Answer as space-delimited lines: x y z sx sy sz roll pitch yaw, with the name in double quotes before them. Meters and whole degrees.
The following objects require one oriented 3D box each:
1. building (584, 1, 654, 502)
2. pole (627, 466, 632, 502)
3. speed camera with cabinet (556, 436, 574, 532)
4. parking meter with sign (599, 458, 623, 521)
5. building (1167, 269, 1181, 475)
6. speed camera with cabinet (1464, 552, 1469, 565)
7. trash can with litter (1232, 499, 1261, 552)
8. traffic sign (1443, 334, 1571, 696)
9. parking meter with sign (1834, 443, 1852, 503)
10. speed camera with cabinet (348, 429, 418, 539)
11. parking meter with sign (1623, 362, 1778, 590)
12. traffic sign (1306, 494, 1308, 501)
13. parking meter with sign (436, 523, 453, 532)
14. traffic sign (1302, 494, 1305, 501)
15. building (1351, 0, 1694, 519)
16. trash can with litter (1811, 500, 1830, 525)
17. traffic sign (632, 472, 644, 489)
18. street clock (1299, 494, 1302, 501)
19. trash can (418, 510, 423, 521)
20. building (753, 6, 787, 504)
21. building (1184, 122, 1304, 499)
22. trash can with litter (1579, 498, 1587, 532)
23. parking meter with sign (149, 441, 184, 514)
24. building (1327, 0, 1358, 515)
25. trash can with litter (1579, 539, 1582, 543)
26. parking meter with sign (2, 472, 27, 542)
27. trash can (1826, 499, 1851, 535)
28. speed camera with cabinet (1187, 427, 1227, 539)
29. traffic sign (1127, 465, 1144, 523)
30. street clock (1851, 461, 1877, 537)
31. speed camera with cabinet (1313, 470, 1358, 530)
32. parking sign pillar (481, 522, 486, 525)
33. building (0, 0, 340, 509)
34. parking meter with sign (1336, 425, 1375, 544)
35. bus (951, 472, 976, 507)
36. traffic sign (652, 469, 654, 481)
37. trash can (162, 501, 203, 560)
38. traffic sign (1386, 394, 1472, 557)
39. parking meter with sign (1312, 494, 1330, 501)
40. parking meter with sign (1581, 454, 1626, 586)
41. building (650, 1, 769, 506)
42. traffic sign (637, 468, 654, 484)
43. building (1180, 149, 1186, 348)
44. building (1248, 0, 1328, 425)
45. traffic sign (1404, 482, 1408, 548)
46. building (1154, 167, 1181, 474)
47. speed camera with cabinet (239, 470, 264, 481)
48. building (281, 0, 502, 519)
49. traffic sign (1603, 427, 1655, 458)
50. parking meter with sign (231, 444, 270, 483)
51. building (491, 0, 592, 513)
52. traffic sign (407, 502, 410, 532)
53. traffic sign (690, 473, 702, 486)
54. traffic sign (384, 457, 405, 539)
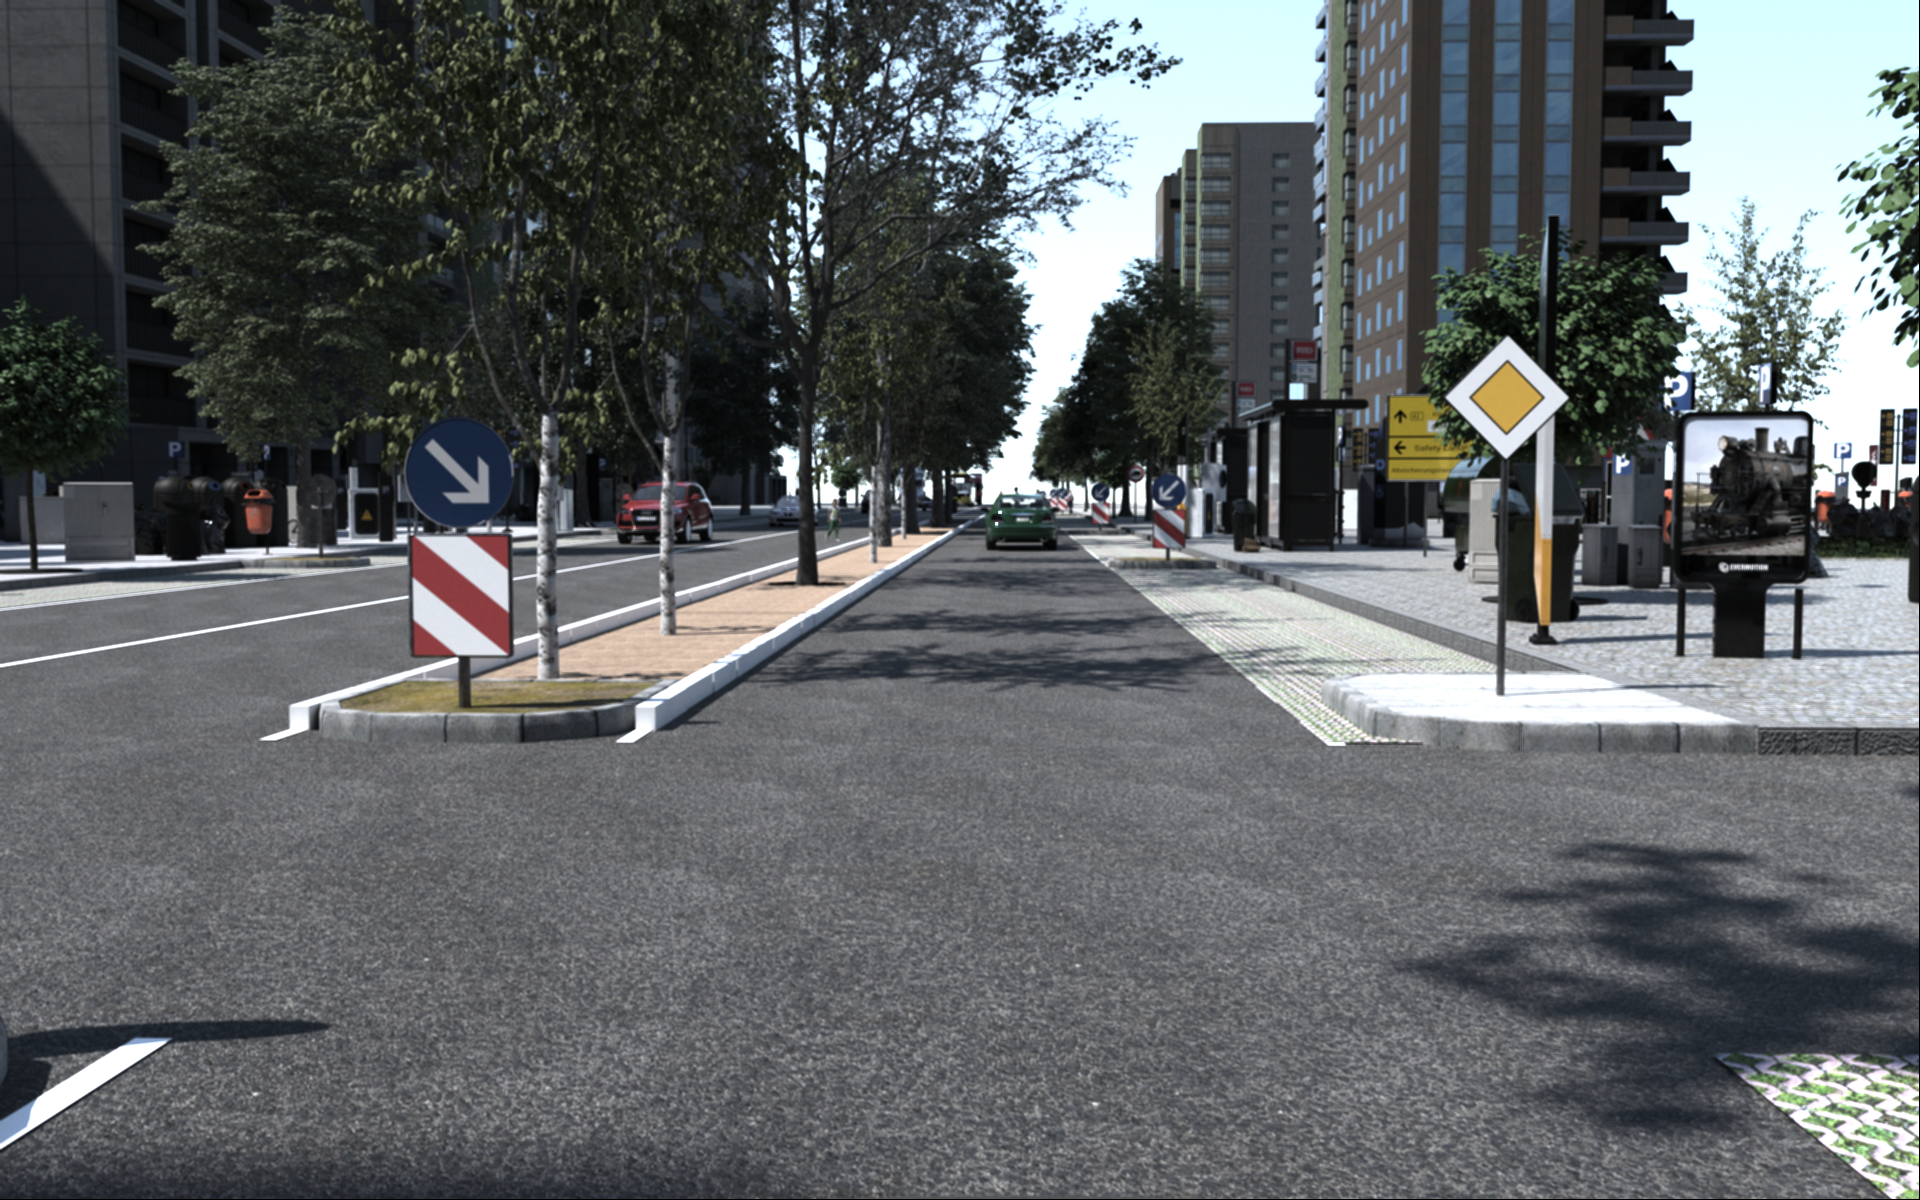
"building" -32.992 -29.892 138.849 14.600 45.320 14.200 0 4 2
"pole" -14.602 -5.059 76.565 0.158 3.312 0.155 0 3 0
"speed camera with cabinet" -13.764 -3.977 59.353 0.660 3.252 2.038 0 4 0
"parking meter with sign" -16.741 -5.221 81.624 0.543 3.016 1.738 3 5 44
"building" 33.307 -27.550 222.151 14.160 30.474 14.107 0 4 2
"speed camera with cabinet" 9.805 -2.291 31.788 0.660 3.252 2.038 2 4 30
"trash can with litter" 6.427 -1.654 38.424 0.624 1.170 1.055 -1 4 -9
"traffic sign" 3.439 -0.448 10.966 0.795 2.450 0.064 0 4 2
"parking meter with sign" 29.475 -3.773 57.944 0.543 3.016 1.738 2 4 28
"speed camera with cabinet" -16.625 -3.413 50.143 2.038 3.252 0.660 -2 4 -23
"parking meter with sign" 9.967 -1.655 23.318 1.738 3.016 0.543 1 4 9
"traffic sign" 9.559 -2.790 47.751 0.606 2.300 0.079 1 4 10
"parking meter with sign" -17.769 -3.868 59.507 0.543 3.016 1.738 0 4 -3
"traffic sign" 9.687 -2.982 48.864 0.768 2.556 0.104 0 4 2
"building" 29.797 -27.138 93.819 14.600 45.320 14.200 0 4 2
"trash can with litter" 34.028 -3.415 66.900 1.678 1.210 2.233 3 5 43
"traffic sign" -15.391 -5.061 82.751 0.884 2.594 0.081 0 4 5
"street clock" 10.399 -2.960 52.963 0.471 2.002 0.358 -1 4 -18
"trash can" -25.662 -4.326 82.390 0.748 1.137 0.748 0 3 0
"building" -33.160 -47.953 222.287 20.563 71.187 20.611 0 4 2
"building" 33.182 -31.186 193.478 14.154 41.232 14.086 0 4 2
"trash can with litter" 19.817 -2.736 56.122 0.624 1.170 1.055 -2 4 -31
"parking meter with sign" -25.793 -3.670 56.260 0.543 3.016 1.738 0 4 -2
"building" 29.866 -25.962 108.066 14.154 41.232 14.086 0 4 2
"trash can with litter" 15.402 -2.089 45.208 2.233 1.210 1.678 0 4 -3
"parking meter with sign" -25.136 -3.054 46.202 1.738 3.016 0.543 -2 4 -28
"trash can" 27.007 -2.547 53.295 0.748 1.137 0.748 0 3 0
"speed camera with cabinet" 7.219 -3.446 50.672 0.660 3.252 2.038 2 4 27
"traffic sign" 7.707 -4.645 76.054 0.768 2.556 0.104 0 4 5
"street clock" 19.964 -2.062 38.284 0.471 2.002 0.358 1 4 12
"speed camera with cabinet" 13.597 -4.128 61.821 0.660 3.252 2.038 -3 5 -42
"parking sign pillar" -20.794 -5.181 73.180 1.447 3.967 1.447 3 5 39
"building" -38.020 -38.704 71.060 20.563 71.187 20.611 0 4 2
"parking meter with sign" 10.558 -2.935 44.253 1.738 3.016 0.543 0 4 -1
"bus" 0.227 -12.482 195.630 2.896 3.916 12.252 0 4 3
"traffic sign" -15.161 -5.176 84.730 0.768 2.556 0.104 0 4 5
"trash can" -15.084 -1.344 33.633 0.748 1.137 0.748 0 3 0
"traffic sign" 9.805 -2.526 35.178 2.265 3.308 0.079 0 4 7
"parking meter with sign" 13.402 -4.170 64.438 1.738 3.016 0.543 3 5 40
"parking meter with sign" 9.581 -1.729 24.536 1.738 3.016 0.543 -2 4 -30
"building" -34.451 -40.131 198.148 21.231 58.520 28.212 0 4 2
"traffic sign" -13.914 -4.678 76.595 0.768 2.556 0.104 1 4 9
"building" 33.263 -32.047 207.569 14.154 41.232 14.086 0 4 2
"building" 35.165 -49.963 129.573 22.319 86.520 31.000 0 4 2
"traffic sign" 10.523 -2.491 40.832 0.768 2.556 0.104 1 4 10
"building" 34.034 -35.889 236.899 14.600 45.320 14.200 0 4 2
"speed camera with cabinet" -26.406 -4.379 65.931 0.660 3.252 2.038 2 4 26
"building" -34.207 -25.114 94.211 14.154 41.232 14.086 0 4 2
"traffic sign" 9.891 -1.559 25.494 0.884 2.594 0.081 0 4 2
"parking meter with sign" -25.250 -3.961 61.016 1.738 3.016 0.543 0 4 2
"building" -38.032 -30.397 116.603 23.786 49.044 30.456 0 4 2
"traffic sign" -18.747 -3.593 58.849 0.768 2.556 0.104 0 4 6
"traffic sign" -12.920 -5.048 84.670 0.606 2.300 0.079 0 4 6
"traffic sign" -16.020 -2.993 49.036 0.768 2.556 0.104 1 4 10
